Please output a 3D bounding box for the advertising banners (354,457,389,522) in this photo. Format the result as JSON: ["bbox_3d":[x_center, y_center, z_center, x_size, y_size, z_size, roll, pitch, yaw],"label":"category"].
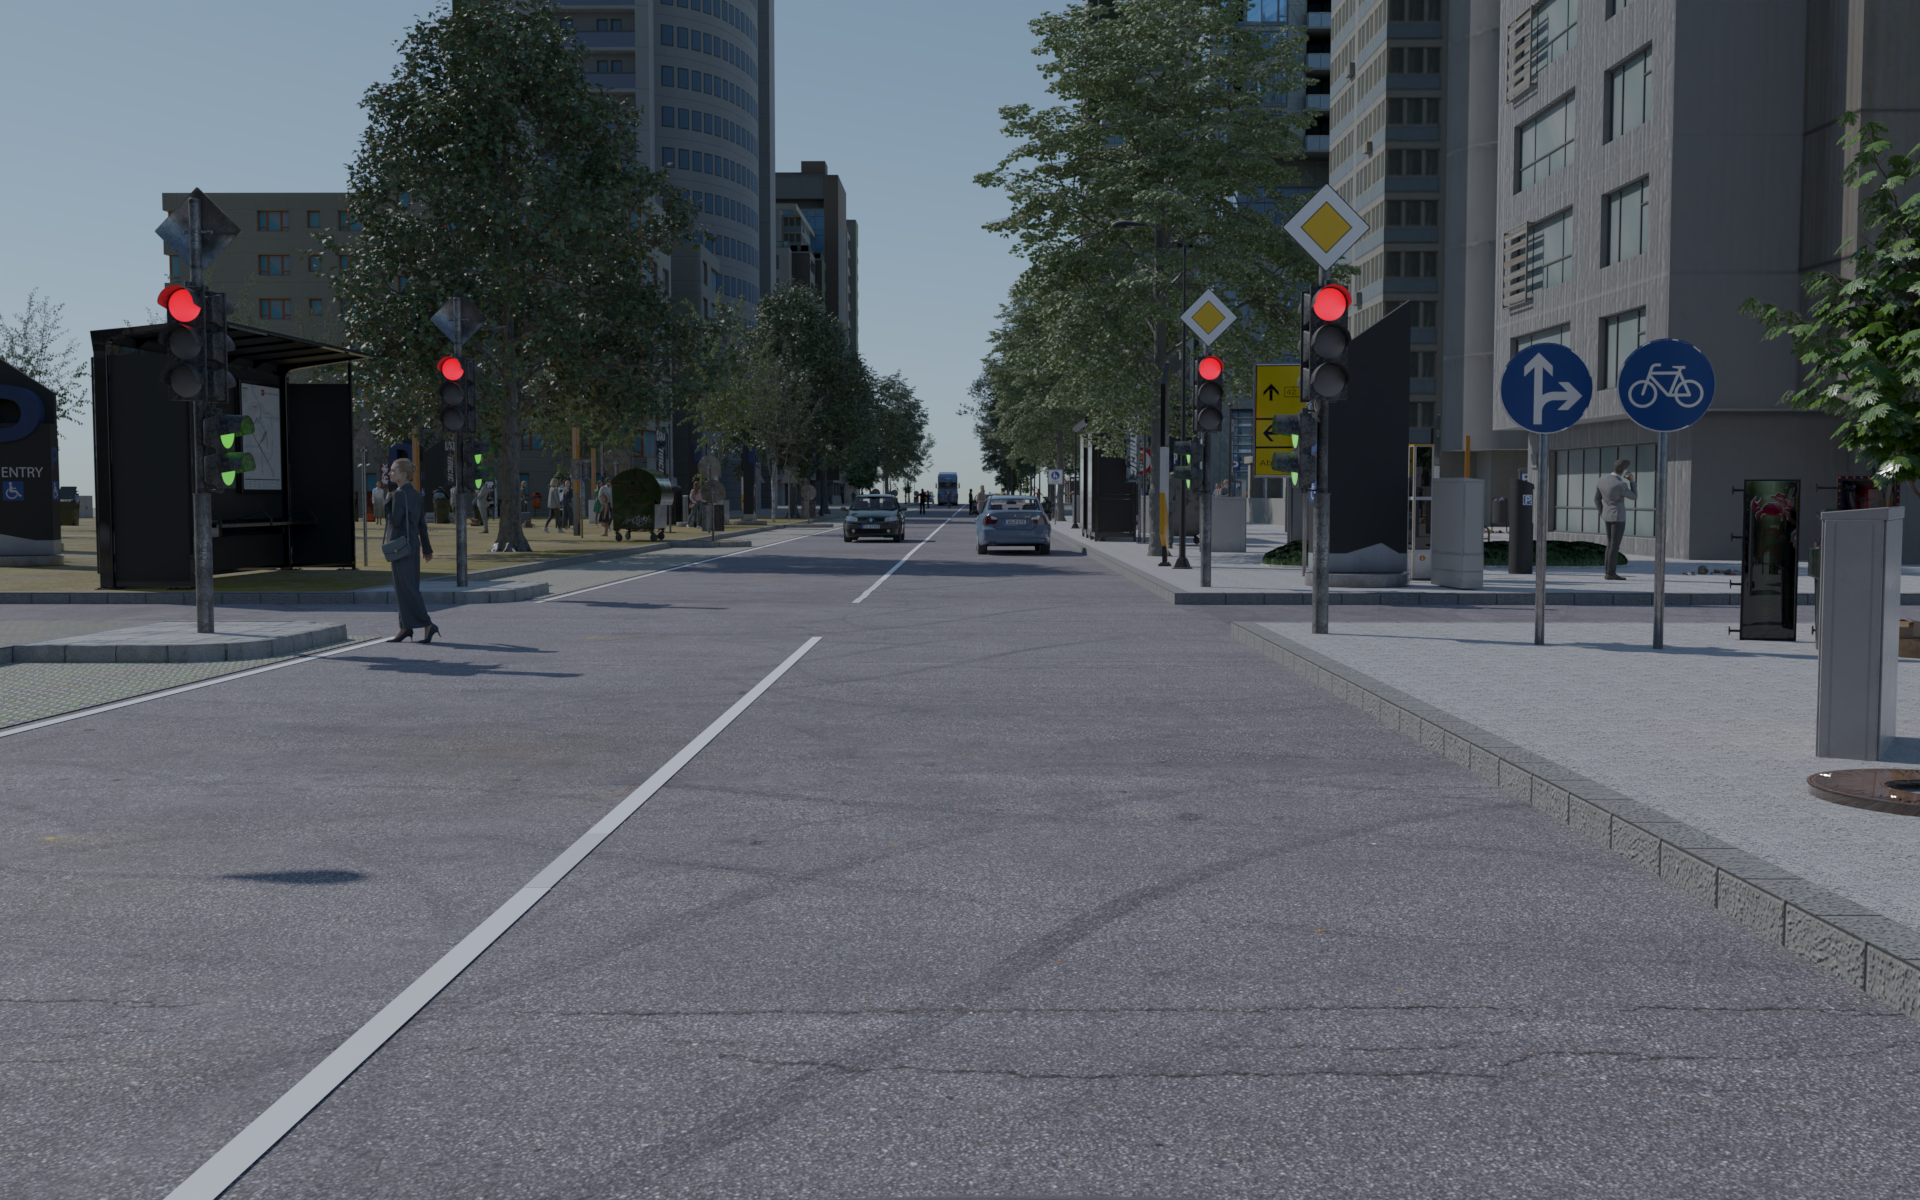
[{"bbox_3d":[-27.189,-5.106,79.665,2.074,3.025,0.090,0,4,-3],"label":"advertising banners"}]

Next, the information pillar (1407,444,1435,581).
[{"bbox_3d":[6.831,-1.297,25.694,0.304,2.012,0.304,0,4,-1],"label":"information pillar"}]

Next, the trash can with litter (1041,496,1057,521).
[{"bbox_3d":[4.830,-4.788,89.666,1.055,1.170,0.624,1,4,23],"label":"trash can with litter"}]

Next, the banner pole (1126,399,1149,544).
[{"bbox_3d":[4.607,-3.354,44.849,0.401,3.779,0.863,-3,5,-42],"label":"banner pole"}]

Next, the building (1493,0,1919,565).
[{"bbox_3d":[20.168,-21.523,35.497,14.086,41.232,14.154,0,4,1],"label":"building"}]

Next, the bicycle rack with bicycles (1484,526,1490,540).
[{"bbox_3d":[9.781,-1.442,36.960,2.925,0.926,2.852,-1,4,-21],"label":"bicycle rack with bicycles"}]

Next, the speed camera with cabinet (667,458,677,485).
[{"bbox_3d":[-16.555,-6.250,96.522,0.660,3.252,2.038,-3,5,-41],"label":"speed camera with cabinet"}]

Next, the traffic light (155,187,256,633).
[{"bbox_3d":[-6.966,-1.651,15.913,0.839,4.253,0.868,0,4,1],"label":"traffic light"}]

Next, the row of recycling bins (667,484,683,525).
[{"bbox_3d":[-12.580,-4.041,73.186,1.069,1.692,3.534,1,4,8],"label":"row of recycling bins"}]

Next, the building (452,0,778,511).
[{"bbox_3d":[-27.162,-36.650,141.233,21.231,58.520,28.212,0,4,1],"label":"building"}]

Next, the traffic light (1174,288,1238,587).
[{"bbox_3d":[3.376,-2.134,23.811,0.839,4.253,0.868,0,4,1],"label":"traffic light"}]

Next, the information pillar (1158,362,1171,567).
[{"bbox_3d":[3.623,-2.404,30.652,0.183,3.616,0.504,1,4,15],"label":"information pillar"}]

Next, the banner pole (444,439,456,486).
[{"bbox_3d":[-20.082,-4.819,68.803,0.863,3.779,0.401,-2,4,-34],"label":"banner pole"}]

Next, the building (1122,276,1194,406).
[{"bbox_3d":[27.502,-18.752,151.641,27.650,21.520,28.899,0,4,1],"label":"building"}]

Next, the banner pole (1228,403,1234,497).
[{"bbox_3d":[7.491,-3.536,47.835,0.401,3.779,0.863,1,4,19],"label":"banner pole"}]

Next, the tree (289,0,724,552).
[{"bbox_3d":[-10.011,-7.433,38.536,9.611,12.733,9.660,0,3,0],"label":"tree"}]

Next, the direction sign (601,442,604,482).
[{"bbox_3d":[-15.762,-5.160,76.356,0.379,3.537,0.876,-1,4,-18],"label":"direction sign"}]

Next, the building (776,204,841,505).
[{"bbox_3d":[-31.617,-32.157,217.652,32.217,40.220,23.993,0,4,1],"label":"building"}]

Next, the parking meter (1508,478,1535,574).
[{"bbox_3d":[9.017,-1.187,27.819,0.372,1.533,0.369,0,3,0],"label":"parking meter"}]

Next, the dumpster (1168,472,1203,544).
[{"bbox_3d":[5.552,-2.306,43.459,1.264,1.857,1.865,0,4,1],"label":"dumpster"}]

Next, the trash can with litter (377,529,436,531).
[{"bbox_3d":[-18.929,-2.979,59.761,2.233,1.210,1.678,3,5,40],"label":"trash can with litter"}]

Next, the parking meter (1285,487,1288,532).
[{"bbox_3d":[11.074,-3.032,57.990,0.372,1.533,0.369,0,3,0],"label":"parking meter"}]

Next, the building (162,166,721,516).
[{"bbox_3d":[-31.724,-16.444,113.904,27.650,21.520,28.899,0,4,1],"label":"building"}]

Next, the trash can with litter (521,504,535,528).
[{"bbox_3d":[-16.852,-3.358,66.294,1.055,1.170,0.624,-2,4,-33],"label":"trash can with litter"}]

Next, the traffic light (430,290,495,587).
[{"bbox_3d":[-6.885,-2.139,23.898,0.839,4.253,0.868,0,4,1],"label":"traffic light"}]

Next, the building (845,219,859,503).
[{"bbox_3d":[-22.155,-34.697,250.887,14.154,41.232,14.086,0,4,1],"label":"building"}]

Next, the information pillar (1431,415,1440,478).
[{"bbox_3d":[13.994,-3.649,51.020,0.183,3.616,0.504,3,4,38],"label":"information pillar"}]

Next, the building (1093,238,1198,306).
[{"bbox_3d":[21.936,-26.173,199.624,14.160,30.474,14.107,0,4,1],"label":"building"}]

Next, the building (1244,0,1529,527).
[{"bbox_3d":[29.287,-23.367,73.925,32.217,40.220,23.993,0,4,1],"label":"building"}]

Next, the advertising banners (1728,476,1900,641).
[{"bbox_3d":[7.758,-1.141,14.846,2.074,3.025,0.090,1,4,18],"label":"advertising banners"}]

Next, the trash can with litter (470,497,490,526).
[{"bbox_3d":[-19.244,-3.543,69.311,0.624,1.170,1.055,0,4,-2],"label":"trash can with litter"}]

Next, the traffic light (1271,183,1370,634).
[{"bbox_3d":[3.295,-1.646,15.826,0.839,4.253,0.868,0,4,1],"label":"traffic light"}]

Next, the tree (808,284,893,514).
[{"bbox_3d":[-8.706,-10.652,91.162,9.611,12.733,9.660,0,3,0],"label":"tree"}]

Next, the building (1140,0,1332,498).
[{"bbox_3d":[24.828,-49.333,119.259,22.319,86.520,31.000,0,4,1],"label":"building"}]

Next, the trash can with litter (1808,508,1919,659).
[{"bbox_3d":[7.396,-0.154,13.904,0.624,1.170,1.055,-3,5,-40],"label":"trash can with litter"}]

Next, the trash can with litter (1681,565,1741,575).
[{"bbox_3d":[12.424,-1.026,27.836,2.233,1.210,1.678,-1,4,-18],"label":"trash can with litter"}]

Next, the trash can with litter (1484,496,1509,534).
[{"bbox_3d":[17.817,-2.756,56.126,2.233,1.210,1.678,3,5,41],"label":"trash can with litter"}]

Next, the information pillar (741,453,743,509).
[{"bbox_3d":[-10.299,-5.644,83.630,0.504,3.616,0.183,0,4,-8],"label":"information pillar"}]

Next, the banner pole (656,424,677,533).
[{"bbox_3d":[-9.635,-4.067,56.520,0.401,3.779,0.863,2,4,35],"label":"banner pole"}]

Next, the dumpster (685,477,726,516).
[{"bbox_3d":[-10.922,-4.385,74.188,1.502,2.255,1.985,0,4,1],"label":"dumpster"}]

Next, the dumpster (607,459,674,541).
[{"bbox_3d":[-8.772,-2.755,47.543,1.502,2.255,1.985,0,4,1],"label":"dumpster"}]

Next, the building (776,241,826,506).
[{"bbox_3d":[-23.002,-26.125,198.847,14.160,30.474,14.107,0,4,1],"label":"building"}]

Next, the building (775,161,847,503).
[{"bbox_3d":[-22.892,-35.874,236.653,14.600,45.320,14.200,0,4,1],"label":"building"}]

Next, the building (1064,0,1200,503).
[{"bbox_3d":[25.713,-49.445,246.669,20.563,71.187,20.611,0,4,1],"label":"building"}]

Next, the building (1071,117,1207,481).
[{"bbox_3d":[26.657,-36.815,221.538,23.786,49.044,30.456,0,4,1],"label":"building"}]
